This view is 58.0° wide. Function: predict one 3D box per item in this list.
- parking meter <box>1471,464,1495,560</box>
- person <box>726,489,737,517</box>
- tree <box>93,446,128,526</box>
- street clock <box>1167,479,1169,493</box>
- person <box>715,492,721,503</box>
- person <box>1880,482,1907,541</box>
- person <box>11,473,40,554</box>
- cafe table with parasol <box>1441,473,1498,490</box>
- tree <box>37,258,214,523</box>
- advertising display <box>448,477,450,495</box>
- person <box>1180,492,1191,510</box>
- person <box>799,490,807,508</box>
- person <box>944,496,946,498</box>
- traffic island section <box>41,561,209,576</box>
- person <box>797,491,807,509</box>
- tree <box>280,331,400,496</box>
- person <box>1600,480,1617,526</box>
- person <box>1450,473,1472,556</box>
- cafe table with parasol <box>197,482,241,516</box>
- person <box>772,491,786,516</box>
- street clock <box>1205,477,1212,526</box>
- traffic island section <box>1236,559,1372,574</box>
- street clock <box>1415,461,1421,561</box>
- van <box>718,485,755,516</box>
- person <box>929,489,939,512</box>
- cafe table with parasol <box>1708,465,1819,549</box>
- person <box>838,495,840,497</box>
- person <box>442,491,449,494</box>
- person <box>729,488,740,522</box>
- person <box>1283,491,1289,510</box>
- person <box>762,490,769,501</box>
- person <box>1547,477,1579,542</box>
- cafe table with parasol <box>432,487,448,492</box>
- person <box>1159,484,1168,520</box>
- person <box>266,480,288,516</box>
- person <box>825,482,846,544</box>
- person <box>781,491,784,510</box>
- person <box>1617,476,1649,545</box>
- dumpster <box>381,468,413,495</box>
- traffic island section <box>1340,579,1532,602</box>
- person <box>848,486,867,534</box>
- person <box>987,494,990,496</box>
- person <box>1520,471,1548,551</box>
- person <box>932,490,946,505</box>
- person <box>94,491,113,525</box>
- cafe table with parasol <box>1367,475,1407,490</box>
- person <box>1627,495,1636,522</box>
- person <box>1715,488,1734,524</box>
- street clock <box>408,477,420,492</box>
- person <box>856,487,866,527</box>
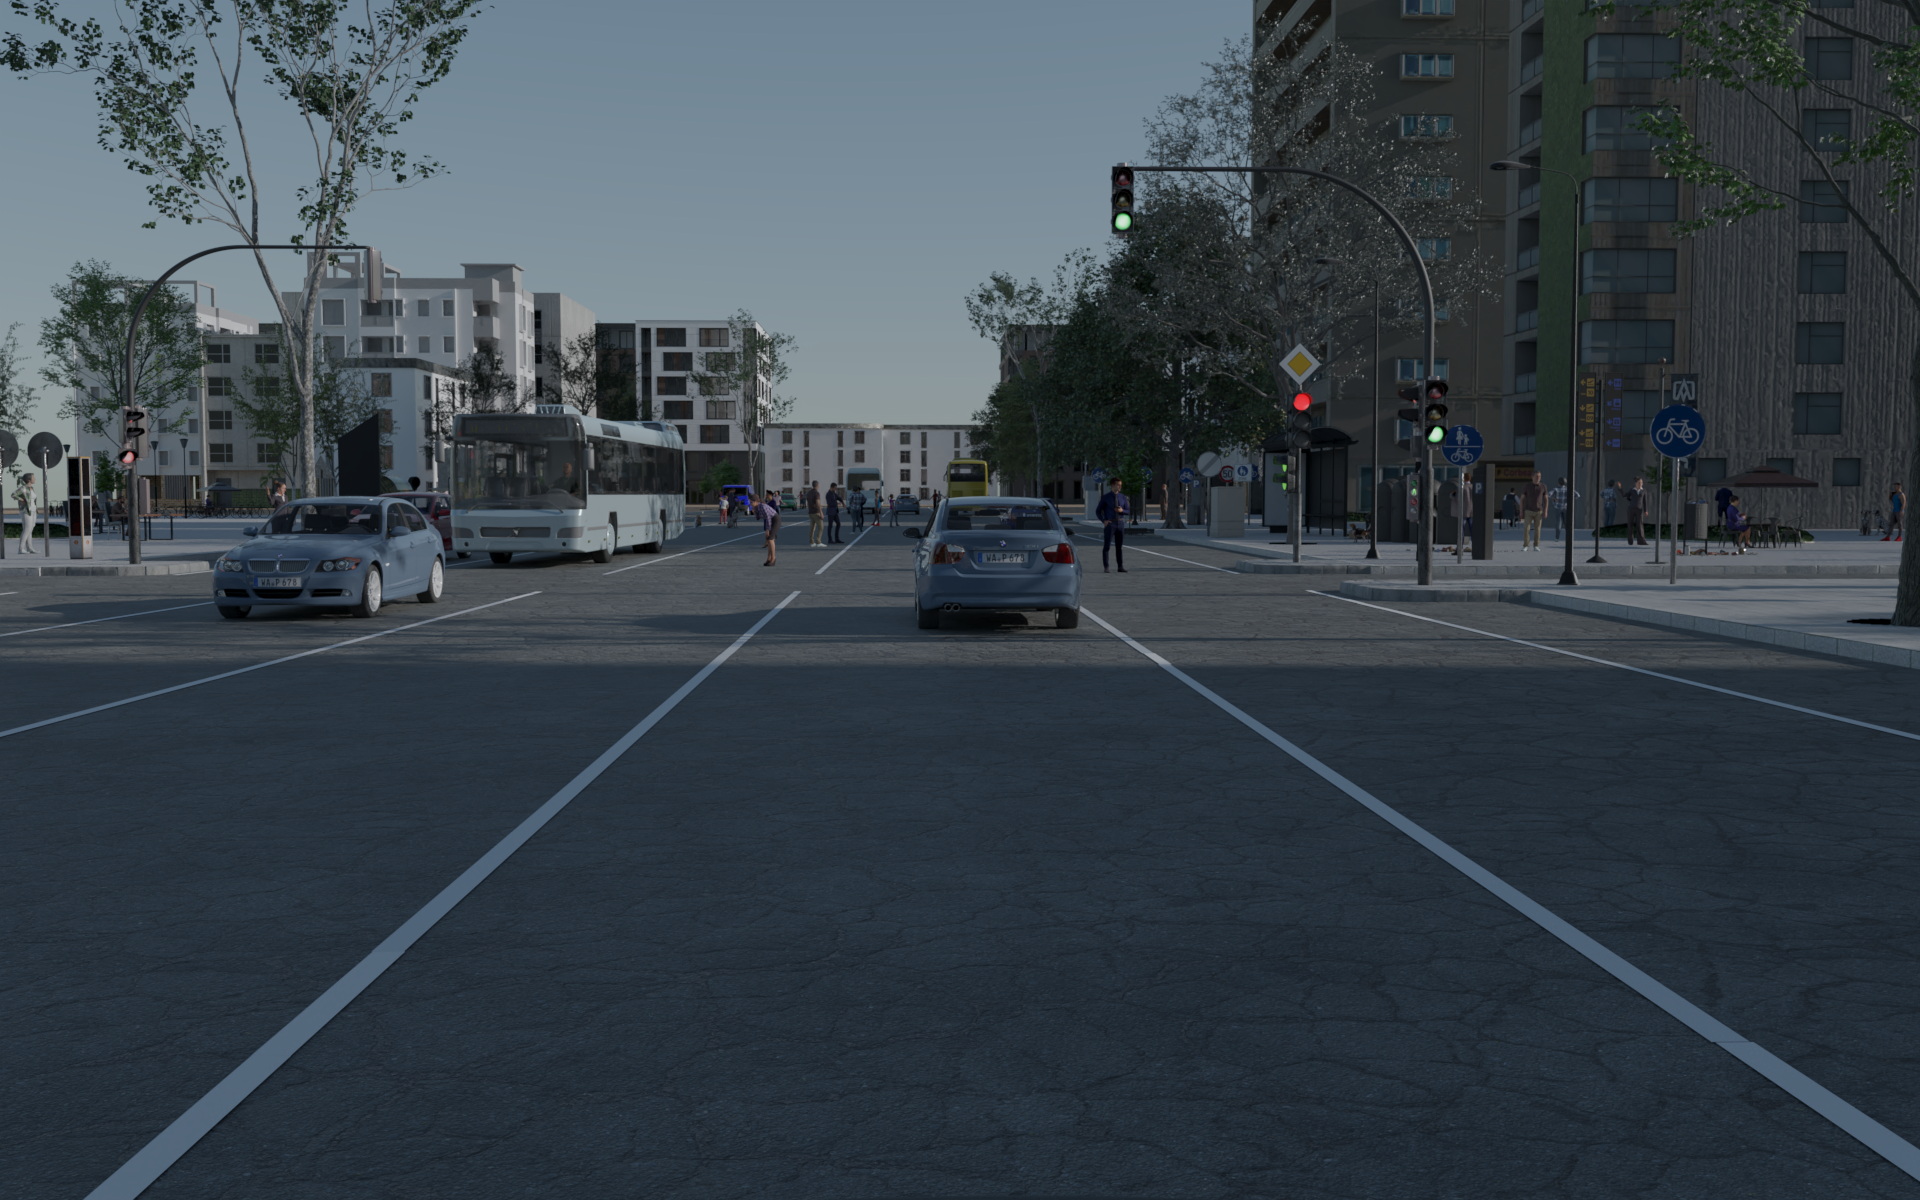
[{"bbox_3d":[10.201,-1.718,33.796,0.255,1.863,0.399,-1,4,-23],"label":"parking meter"},{"bbox_3d":[-14.651,-6.193,110.465,0.721,1.735,1.217,-3,5,-45],"label":"person"},{"bbox_3d":[-34.201,-4.569,69.297,1.663,3.219,1.824,0,3,0],"label":"tree"},{"bbox_3d":[9.895,-4.667,80.868,0.471,2.002,0.358,-2,4,-27],"label":"street clock"},{"bbox_3d":[-22.927,-9.710,165.519,0.721,1.743,1.217,2,4,33],"label":"person"},{"bbox_3d":[25.344,-2.389,46.966,0.662,1.594,0.647,-1,4,-13],"label":"person"},{"bbox_3d":[-20.027,-1.860,37.173,0.376,1.734,0.841,0,4,-1],"label":"person"},{"bbox_3d":[16.591,-3.201,57.201,2.610,1.966,2.610,0,4,-5],"label":"cafe table with parasol"},{"bbox_3d":[-37.247,-9.280,77.483,9.928,11.665,9.643,0,3,0],"label":"tree"},{"bbox_3d":[-18.377,-3.593,63.959,0.974,1.923,0.123,0,4,-4],"label":"advertising display"},{"bbox_3d":[18.291,-8.190,140.664,1.217,1.736,0.721,-2,4,-26],"label":"person"},{"bbox_3d":[-15.652,-10.116,173.974,1.350,1.814,0.705,2,4,33],"label":"person"},{"bbox_3d":[-0.763,-7.630,133.970,1.217,1.735,0.721,1,4,21],"label":"person"},{"bbox_3d":[-15.148,-0.580,31.772,2.009,0.180,2.903,0,4,-2],"label":"traffic island section"},{"bbox_3d":[-15.072,-9.528,164.996,1.217,1.743,0.721,2,4,35],"label":"person"},{"bbox_3d":[-28.215,-7.786,77.667,4.360,8.622,3.978,0,3,0],"label":"tree"},{"bbox_3d":[20.412,-2.915,54.425,0.376,1.734,0.841,0,4,0],"label":"person"},{"bbox_3d":[10.540,-1.790,36.126,0.655,1.722,0.431,0,4,-3],"label":"person"},{"bbox_3d":[-43.415,-5.910,101.502,2.610,1.966,2.610,1,4,13],"label":"cafe table with parasol"},{"bbox_3d":[-9.125,-4.619,85.973,0.963,1.587,0.435,-1,4,-17],"label":"person"},{"bbox_3d":[10.066,-4.004,70.043,0.358,2.002,0.471,1,4,8],"label":"street clock"},{"bbox_3d":[6.324,-0.619,32.406,2.009,0.180,2.903,0,4,-2],"label":"traffic island section"},{"bbox_3d":[8.823,-1.741,33.035,0.358,2.002,0.471,2,4,24],"label":"street clock"},{"bbox_3d":[-14.869,-6.814,115.788,2.240,2.365,5.245,0,4,0],"label":"van"},{"bbox_3d":[-2.016,-7.928,138.087,0.705,1.831,1.348,-2,4,-34],"label":"person"},{"bbox_3d":[19.060,-2.222,41.191,2.610,1.966,2.610,-2,4,-28],"label":"cafe table with parasol"},{"bbox_3d":[-11.610,-9.255,159.803,1.348,1.826,0.705,0,4,5],"label":"person"},{"bbox_3d":[-25.245,-4.788,84.996,0.621,1.740,0.551,0,4,-5],"label":"person"},{"bbox_3d":[-11.579,-4.901,89.073,0.568,1.767,0.683,0,4,7],"label":"person"},{"bbox_3d":[9.253,-2.530,48.138,0.376,1.734,0.841,0,4,-2],"label":"person"},{"bbox_3d":[-12.964,-6.525,115.912,0.721,1.735,1.217,2,4,23],"label":"person"},{"bbox_3d":[16.188,-2.433,46.552,0.841,1.734,0.376,1,4,11],"label":"person"},{"bbox_3d":[-27.804,-5.613,96.632,2.610,1.966,2.610,1,4,10],"label":"cafe table with parasol"},{"bbox_3d":[10.004,-4.814,85.296,0.434,1.755,0.990,0,4,-8],"label":"person"},{"bbox_3d":[-14.646,-1.711,37.284,0.445,1.727,0.742,0,4,-5],"label":"person"},{"bbox_3d":[-3.556,-2.512,50.025,0.568,1.767,0.683,1,4,20],"label":"person"},{"bbox_3d":[-15.952,-8.901,154.819,0.721,1.735,1.217,-2,4,-34],"label":"person"},{"bbox_3d":[16.854,-2.235,43.387,0.742,1.727,0.445,-1,4,-17],"label":"person"},{"bbox_3d":[-21.079,-3.732,63.514,1.502,2.255,1.985,0,4,-2],"label":"dumpster"},{"bbox_3d":[6.562,-0.131,24.425,2.009,0.180,2.903,0,4,-2],"label":"traffic island section"},{"bbox_3d":[-3.700,-3.205,61.621,0.841,1.734,0.376,-3,4,-36],"label":"person"},{"bbox_3d":[2.350,-8.953,155.567,1.217,1.739,0.721,0,4,3],"label":"person"},{"bbox_3d":[12.896,-2.005,38.950,0.598,1.807,0.434,2,4,24],"label":"person"},{"bbox_3d":[-1.708,-8.221,143.696,1.217,1.735,0.721,0,4,7],"label":"person"},{"bbox_3d":[-35.178,-3.976,71.193,0.875,1.805,0.789,-2,4,-23],"label":"person"},{"bbox_3d":[16.272,-3.597,63.672,2.610,1.966,2.610,0,4,7],"label":"cafe table with parasol"},{"bbox_3d":[21.834,-2.930,55.826,0.662,1.594,0.647,3,4,37],"label":"person"},{"bbox_3d":[26.081,-3.207,59.180,0.576,1.737,0.504,0,4,-6],"label":"person"},{"bbox_3d":[-22.512,-4.092,71.479,0.358,2.002,0.471,2,4,31],"label":"street clock"},{"bbox_3d":[-4.404,-4.031,75.114,0.504,1.737,0.576,2,4,24],"label":"person"}]
